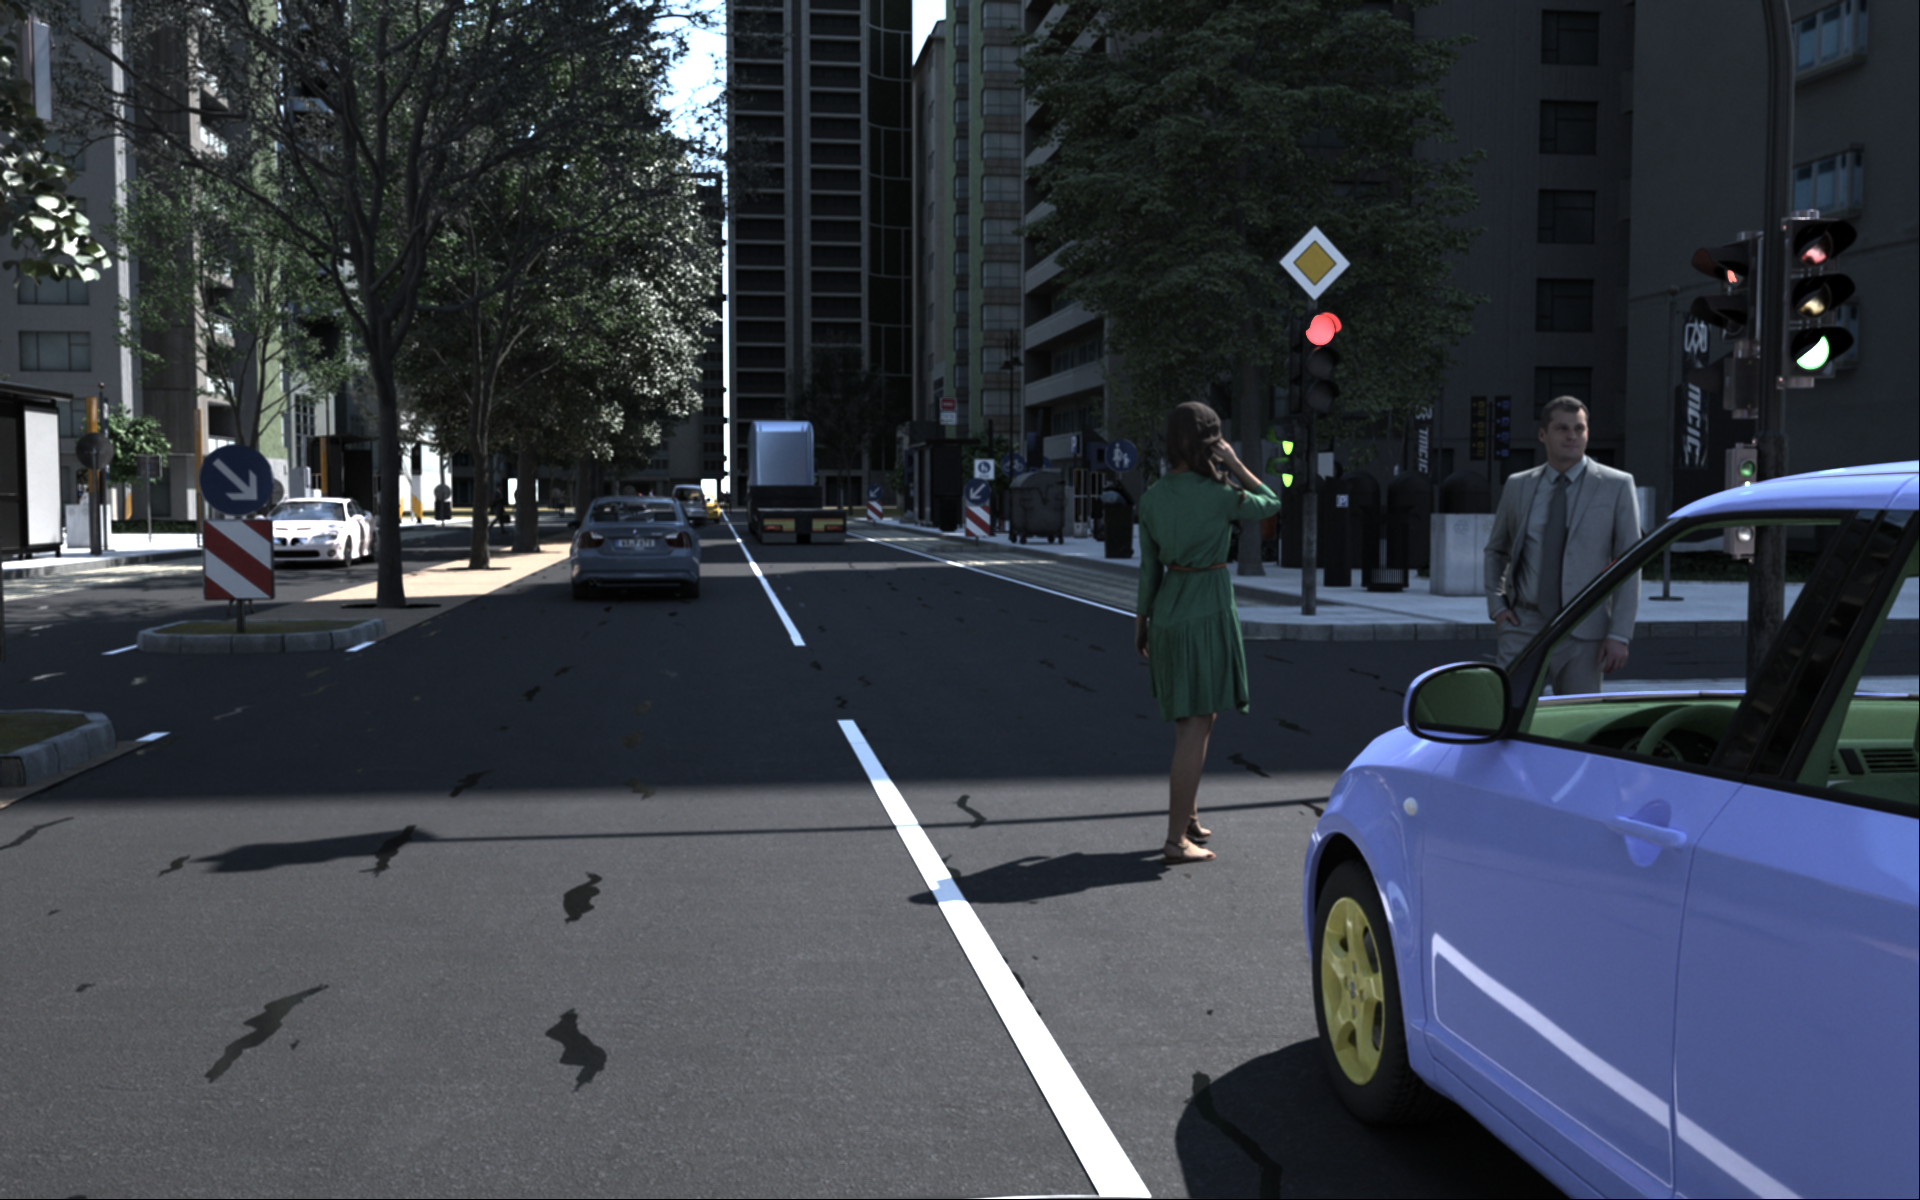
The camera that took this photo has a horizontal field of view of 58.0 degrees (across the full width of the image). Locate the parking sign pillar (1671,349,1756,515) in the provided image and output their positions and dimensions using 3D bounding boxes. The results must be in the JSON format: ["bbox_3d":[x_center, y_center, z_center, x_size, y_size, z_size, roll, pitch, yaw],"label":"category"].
[{"bbox_3d":[12.832,-2.514,29.578,1.447,3.967,1.447,1,4,11],"label":"parking sign pillar"}]

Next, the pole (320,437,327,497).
[{"bbox_3d":[-22.845,-4.182,62.220,0.158,3.312,0.155,0,3,0],"label":"pole"}]

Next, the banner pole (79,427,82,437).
[{"bbox_3d":[-32.981,-4.596,65.157,0.401,3.779,0.863,-1,4,-21],"label":"banner pole"}]

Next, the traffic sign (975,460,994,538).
[{"bbox_3d":[0.706,-2.970,50.690,0.606,2.300,0.079,0,4,-5],"label":"traffic sign"}]

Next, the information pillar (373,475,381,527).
[{"bbox_3d":[-22.367,-3.805,66.706,0.304,2.012,0.304,-3,5,-39],"label":"information pillar"}]

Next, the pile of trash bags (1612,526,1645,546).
[{"bbox_3d":[14.310,-1.680,37.224,3.447,1.369,1.912,1,4,12],"label":"pile of trash bags"}]

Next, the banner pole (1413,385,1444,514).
[{"bbox_3d":[10.816,-3.049,39.863,0.863,3.779,0.401,2,4,34],"label":"banner pole"}]

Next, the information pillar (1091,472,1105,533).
[{"bbox_3d":[4.536,-3.250,57.635,0.304,2.012,0.304,3,5,43],"label":"information pillar"}]

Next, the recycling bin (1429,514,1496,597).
[{"bbox_3d":[6.410,-0.575,21.951,0.722,1.027,0.722,0,4,-2],"label":"recycling bin"}]

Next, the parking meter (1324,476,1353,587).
[{"bbox_3d":[5.245,-0.955,24.023,0.372,1.533,0.369,0,3,0],"label":"parking meter"}]

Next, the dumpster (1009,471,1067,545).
[{"bbox_3d":[2.013,-2.378,44.638,1.264,1.857,1.865,0,4,-8],"label":"dumpster"}]

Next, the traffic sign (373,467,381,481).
[{"bbox_3d":[-23.275,-4.281,69.993,0.884,2.594,0.081,0,4,-1],"label":"traffic sign"}]

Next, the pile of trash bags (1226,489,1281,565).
[{"bbox_3d":[5.185,-1.393,32.526,1.912,1.369,3.447,-1,4,-13],"label":"pile of trash bags"}]

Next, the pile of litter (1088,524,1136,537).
[{"bbox_3d":[4.602,-2.306,51.671,1.176,0.858,1.719,-3,5,-45],"label":"pile of litter"}]

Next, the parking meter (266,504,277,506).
[{"bbox_3d":[-19.673,-2.518,49.579,0.372,1.533,0.369,0,3,0],"label":"parking meter"}]

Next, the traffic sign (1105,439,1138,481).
[{"bbox_3d":[3.728,-2.451,40.183,0.768,2.556,0.104,0,4,-5],"label":"traffic sign"}]

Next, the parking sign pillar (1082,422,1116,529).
[{"bbox_3d":[5.203,-4.674,64.887,1.447,3.967,1.447,-2,4,-33],"label":"parking sign pillar"}]

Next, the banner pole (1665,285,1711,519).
[{"bbox_3d":[8.765,-1.893,20.966,0.863,3.779,0.401,-2,4,-25],"label":"banner pole"}]

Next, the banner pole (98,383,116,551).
[{"bbox_3d":[-19.424,-3.020,39.387,0.401,3.779,0.863,-1,4,-14],"label":"banner pole"}]

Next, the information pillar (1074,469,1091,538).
[{"bbox_3d":[3.510,-2.802,50.307,0.304,2.012,0.304,3,4,36],"label":"information pillar"}]

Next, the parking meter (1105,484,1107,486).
[{"bbox_3d":[3.830,-2.150,43.559,0.372,1.533,0.369,0,3,0],"label":"parking meter"}]

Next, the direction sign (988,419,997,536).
[{"bbox_3d":[0.931,-3.712,52.682,0.379,3.537,0.876,0,4,8],"label":"direction sign"}]

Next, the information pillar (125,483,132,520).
[{"bbox_3d":[-30.262,-4.374,62.865,0.504,3.616,0.183,3,4,39],"label":"information pillar"}]

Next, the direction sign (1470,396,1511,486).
[{"bbox_3d":[12.257,-2.942,40.096,0.876,3.537,0.379,1,4,16],"label":"direction sign"}]

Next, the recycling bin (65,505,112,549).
[{"bbox_3d":[-20.710,-1.750,41.164,0.722,1.027,0.722,0,4,7],"label":"recycling bin"}]

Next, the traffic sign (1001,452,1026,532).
[{"bbox_3d":[1.623,-3.237,53.024,0.768,2.556,0.104,0,4,-4],"label":"traffic sign"}]

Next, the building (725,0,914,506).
[{"bbox_3d":[-15.563,-46.140,192.642,20.611,71.187,20.563,-1,4,-8],"label":"building"}]

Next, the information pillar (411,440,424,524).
[{"bbox_3d":[-23.528,-5.118,75.035,0.504,3.616,0.183,1,4,18],"label":"information pillar"}]

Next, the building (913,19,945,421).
[{"bbox_3d":[8.221,-37.400,200.723,27.495,52.752,28.713,-1,4,-8],"label":"building"}]

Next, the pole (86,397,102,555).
[{"bbox_3d":[-18.291,-2.613,36.567,0.158,3.312,0.155,0,3,0],"label":"pole"}]

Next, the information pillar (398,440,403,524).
[{"bbox_3d":[-24.355,-5.135,75.306,0.183,3.616,0.504,0,4,-1],"label":"information pillar"}]

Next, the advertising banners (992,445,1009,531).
[{"bbox_3d":[1.427,-3.955,60.858,0.090,3.025,2.074,1,4,19],"label":"advertising banners"}]

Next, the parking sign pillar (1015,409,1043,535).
[{"bbox_3d":[2.363,-4.025,54.281,1.447,3.967,1.447,0,4,6],"label":"parking sign pillar"}]

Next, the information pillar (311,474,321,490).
[{"bbox_3d":[-23.669,-3.631,63.853,0.304,2.012,0.304,2,4,33],"label":"information pillar"}]

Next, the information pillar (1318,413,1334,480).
[{"bbox_3d":[7.311,-2.645,34.599,0.183,3.616,0.504,-1,4,-17],"label":"information pillar"}]

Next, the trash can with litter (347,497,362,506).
[{"bbox_3d":[-22.598,-3.286,65.115,1.055,1.170,0.624,-3,5,-43],"label":"trash can with litter"}]

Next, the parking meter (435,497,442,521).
[{"bbox_3d":[-24.944,-4.563,83.015,0.372,1.533,0.369,0,3,0],"label":"parking meter"}]

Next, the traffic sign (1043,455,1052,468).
[{"bbox_3d":[2.601,-3.431,56.207,0.768,2.556,0.104,0,4,-7],"label":"traffic sign"}]

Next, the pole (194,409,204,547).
[{"bbox_3d":[-18.305,-2.926,41.676,0.158,3.312,0.155,0,3,0],"label":"pole"}]

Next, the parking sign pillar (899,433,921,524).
[{"bbox_3d":[-1.924,-5.315,75.380,1.447,3.967,1.447,-2,4,-33],"label":"parking sign pillar"}]

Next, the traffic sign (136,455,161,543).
[{"bbox_3d":[-21.084,-2.624,45.030,0.606,2.300,0.079,0,4,-8],"label":"traffic sign"}]

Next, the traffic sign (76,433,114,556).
[{"bbox_3d":[-17.916,-2.189,35.890,0.768,2.556,0.104,0,4,-4],"label":"traffic sign"}]

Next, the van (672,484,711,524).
[{"bbox_3d":[-12.515,-4.456,79.871,2.013,2.044,4.112,0,4,-8],"label":"van"}]
